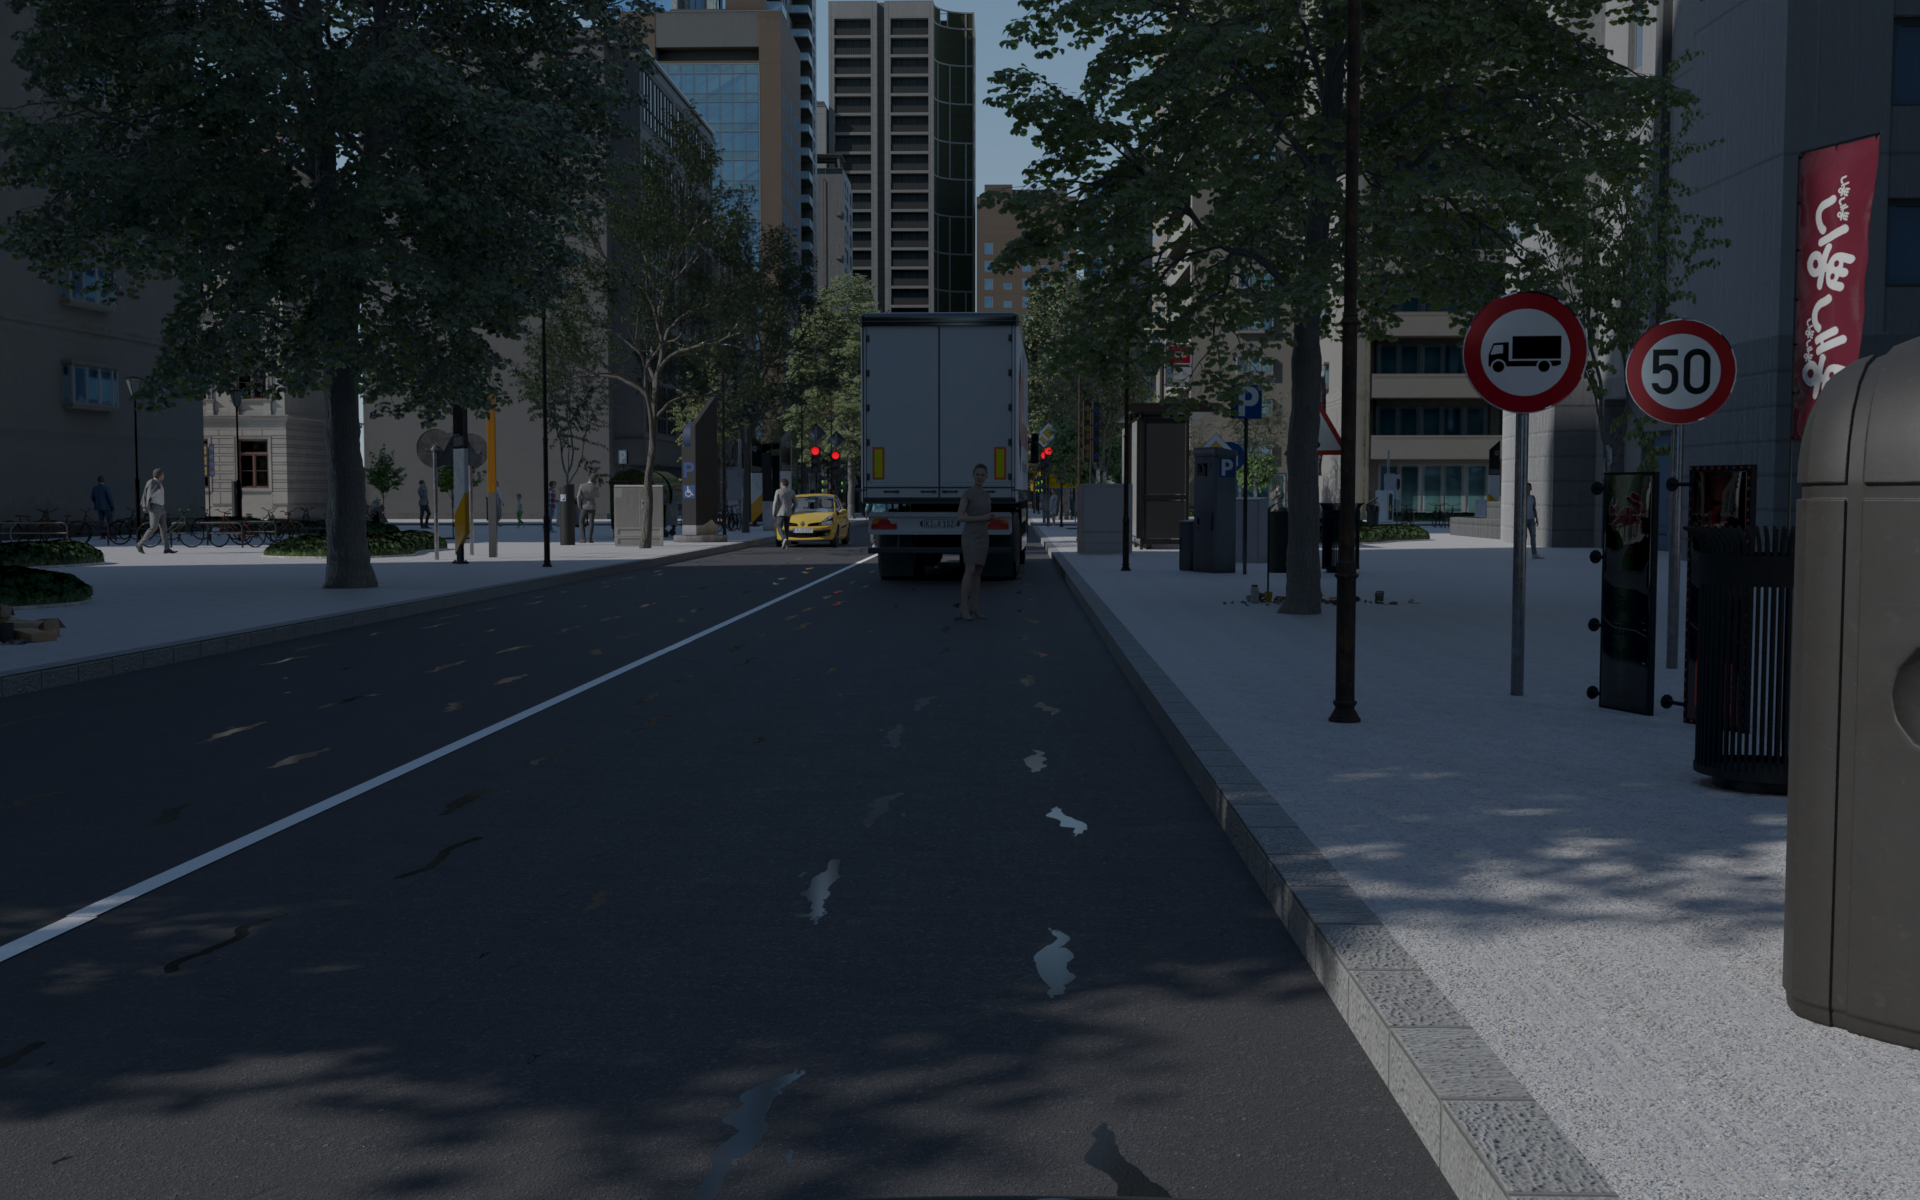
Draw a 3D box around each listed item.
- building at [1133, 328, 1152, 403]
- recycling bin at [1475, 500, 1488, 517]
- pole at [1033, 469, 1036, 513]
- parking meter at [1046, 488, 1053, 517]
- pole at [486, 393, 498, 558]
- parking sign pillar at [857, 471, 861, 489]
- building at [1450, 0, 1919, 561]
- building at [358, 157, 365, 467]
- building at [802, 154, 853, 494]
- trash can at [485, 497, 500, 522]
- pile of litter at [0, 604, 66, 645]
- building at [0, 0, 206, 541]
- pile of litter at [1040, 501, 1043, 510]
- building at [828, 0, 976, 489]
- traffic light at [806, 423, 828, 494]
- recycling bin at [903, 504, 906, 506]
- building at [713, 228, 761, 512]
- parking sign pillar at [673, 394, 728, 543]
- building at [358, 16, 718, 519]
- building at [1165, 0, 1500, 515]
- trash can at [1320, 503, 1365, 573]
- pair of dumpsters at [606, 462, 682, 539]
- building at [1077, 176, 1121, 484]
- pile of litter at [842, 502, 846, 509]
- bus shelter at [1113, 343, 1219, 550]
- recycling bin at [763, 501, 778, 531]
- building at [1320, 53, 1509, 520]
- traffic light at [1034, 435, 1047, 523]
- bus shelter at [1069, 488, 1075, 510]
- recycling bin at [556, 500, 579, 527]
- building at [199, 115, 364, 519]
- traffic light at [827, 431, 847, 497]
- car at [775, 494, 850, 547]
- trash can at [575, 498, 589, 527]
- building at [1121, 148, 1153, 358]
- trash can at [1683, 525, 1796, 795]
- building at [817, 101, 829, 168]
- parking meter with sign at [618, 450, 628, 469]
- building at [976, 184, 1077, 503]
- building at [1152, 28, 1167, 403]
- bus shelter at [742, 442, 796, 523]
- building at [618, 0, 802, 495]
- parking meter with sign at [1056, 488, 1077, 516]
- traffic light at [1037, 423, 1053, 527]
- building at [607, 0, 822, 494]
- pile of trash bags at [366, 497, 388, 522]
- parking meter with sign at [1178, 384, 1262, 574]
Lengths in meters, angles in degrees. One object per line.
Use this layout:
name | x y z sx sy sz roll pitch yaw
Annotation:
building | 33.094 -20.829 185.586 27.650 21.520 28.899 0 4 2
recycling bin | 23.697 -4.003 78.004 0.722 1.027 0.722 -2 4 -28
pole | 4.942 -7.411 115.014 0.158 3.312 0.155 0 3 0
parking meter | 4.850 -5.457 94.939 0.399 1.863 0.255 2 4 27
pole | -9.447 -2.515 34.962 0.158 3.312 0.155 0 3 0
parking sign pillar | -6.825 -8.180 122.213 1.447 3.967 1.447 1 4 17
building | 24.697 -30.541 41.342 21.231 58.520 28.212 0 4 2
building | -63.656 -32.264 211.115 14.086 41.232 14.154 0 4 2
building | -20.241 -32.197 210.022 14.086 41.232 14.154 0 4 2
trash can | -21.351 -4.133 79.234 0.748 1.137 0.748 0 3 0
pile of litter | -8.599 -0.085 15.361 1.176 0.858 1.719 -2 4 -27
building | -36.698 -25.933 47.704 21.600 48.544 21.300 0 4 2
pile of litter | 7.015 -7.852 142.341 1.176 0.858 1.719 -3 5 -40
building | -8.125 -49.944 254.842 20.611 71.187 20.563 0 4 2
traffic light | -5.686 -4.876 68.644 0.839 4.253 0.868 0 4 2
recycling bin | -4.270 -7.190 130.117 0.722 1.027 0.722 0 4 -7
building | -22.696 -18.971 129.260 14.460 24.649 34.723 0 4 2
parking sign pillar | -6.958 -3.538 46.321 1.447 3.967 1.447 1 4 18
building | -22.900 -18.690 99.082 14.314 27.812 24.014 0 4 2
building | 27.562 -31.209 133.971 21.300 48.544 21.600 0 4 2
trash can | 6.216 -1.016 28.270 0.748 1.137 0.748 0 3 0
pair of dumpsters | -9.259 -2.963 50.936 1.574 2.255 4.437 0 4 1
building | 32.078 -38.981 256.951 30.456 49.044 23.786 0 4 2
pile of litter | -6.466 -4.739 91.442 1.176 0.858 1.719 1 4 17
bus shelter | 5.063 -4.055 43.936 2.179 5.291 8.768 0 4 2
recycling bin | -6.543 -2.953 60.828 0.722 1.027 0.722 0 4 -1
building | 29.986 -28.760 93.934 21.600 48.544 21.300 0 4 2
traffic light | 3.702 -5.349 76.378 0.839 4.253 0.868 0 4 2
bus shelter | 8.074 -8.285 113.089 2.179 5.291 8.768 0 4 2
recycling bin | -15.500 -3.428 68.598 0.722 1.027 0.722 3 4 38
building | -44.356 -15.773 94.049 21.152 22.565 11.583 0 4 2
traffic light | -5.456 -5.364 76.626 0.839 4.253 0.868 0 4 2
car | -4.081 -2.318 48.131 2.015 1.641 3.980 0 4 3
trash can | -14.659 -3.378 66.879 0.748 1.137 0.748 0 3 0
building | 26.156 -32.030 207.280 14.154 41.232 14.086 0 4 2
trash can | 3.544 0.250 7.560 0.748 1.137 0.748 0 3 0
building | -32.679 -43.736 257.082 28.212 58.520 21.231 0 4 2
parking meter with sign | -12.755 -4.464 69.248 0.543 3.016 1.738 3 5 43
building | 9.623 -36.872 252.971 14.200 45.320 14.600 0 4 2
building | 25.607 -31.365 162.930 14.600 45.320 14.200 0 4 2
bus shelter | -8.869 -5.477 80.825 1.731 3.624 6.357 0 4 2
building | -22.307 -31.134 159.150 14.600 45.320 14.200 0 4 2
parking meter with sign | 5.941 -6.347 100.042 1.738 3.016 0.543 -1 4 -14
traffic light | 3.472 -4.861 68.397 0.839 4.253 0.868 0 4 2
building | -25.467 -53.088 180.658 22.319 86.520 31.000 0 4 2
pile of trash bags | -27.447 -4.206 78.521 3.447 1.369 1.912 3 5 45
parking meter with sign | 4.184 -1.960 28.309 0.543 3.016 1.738 -2 4 -26
